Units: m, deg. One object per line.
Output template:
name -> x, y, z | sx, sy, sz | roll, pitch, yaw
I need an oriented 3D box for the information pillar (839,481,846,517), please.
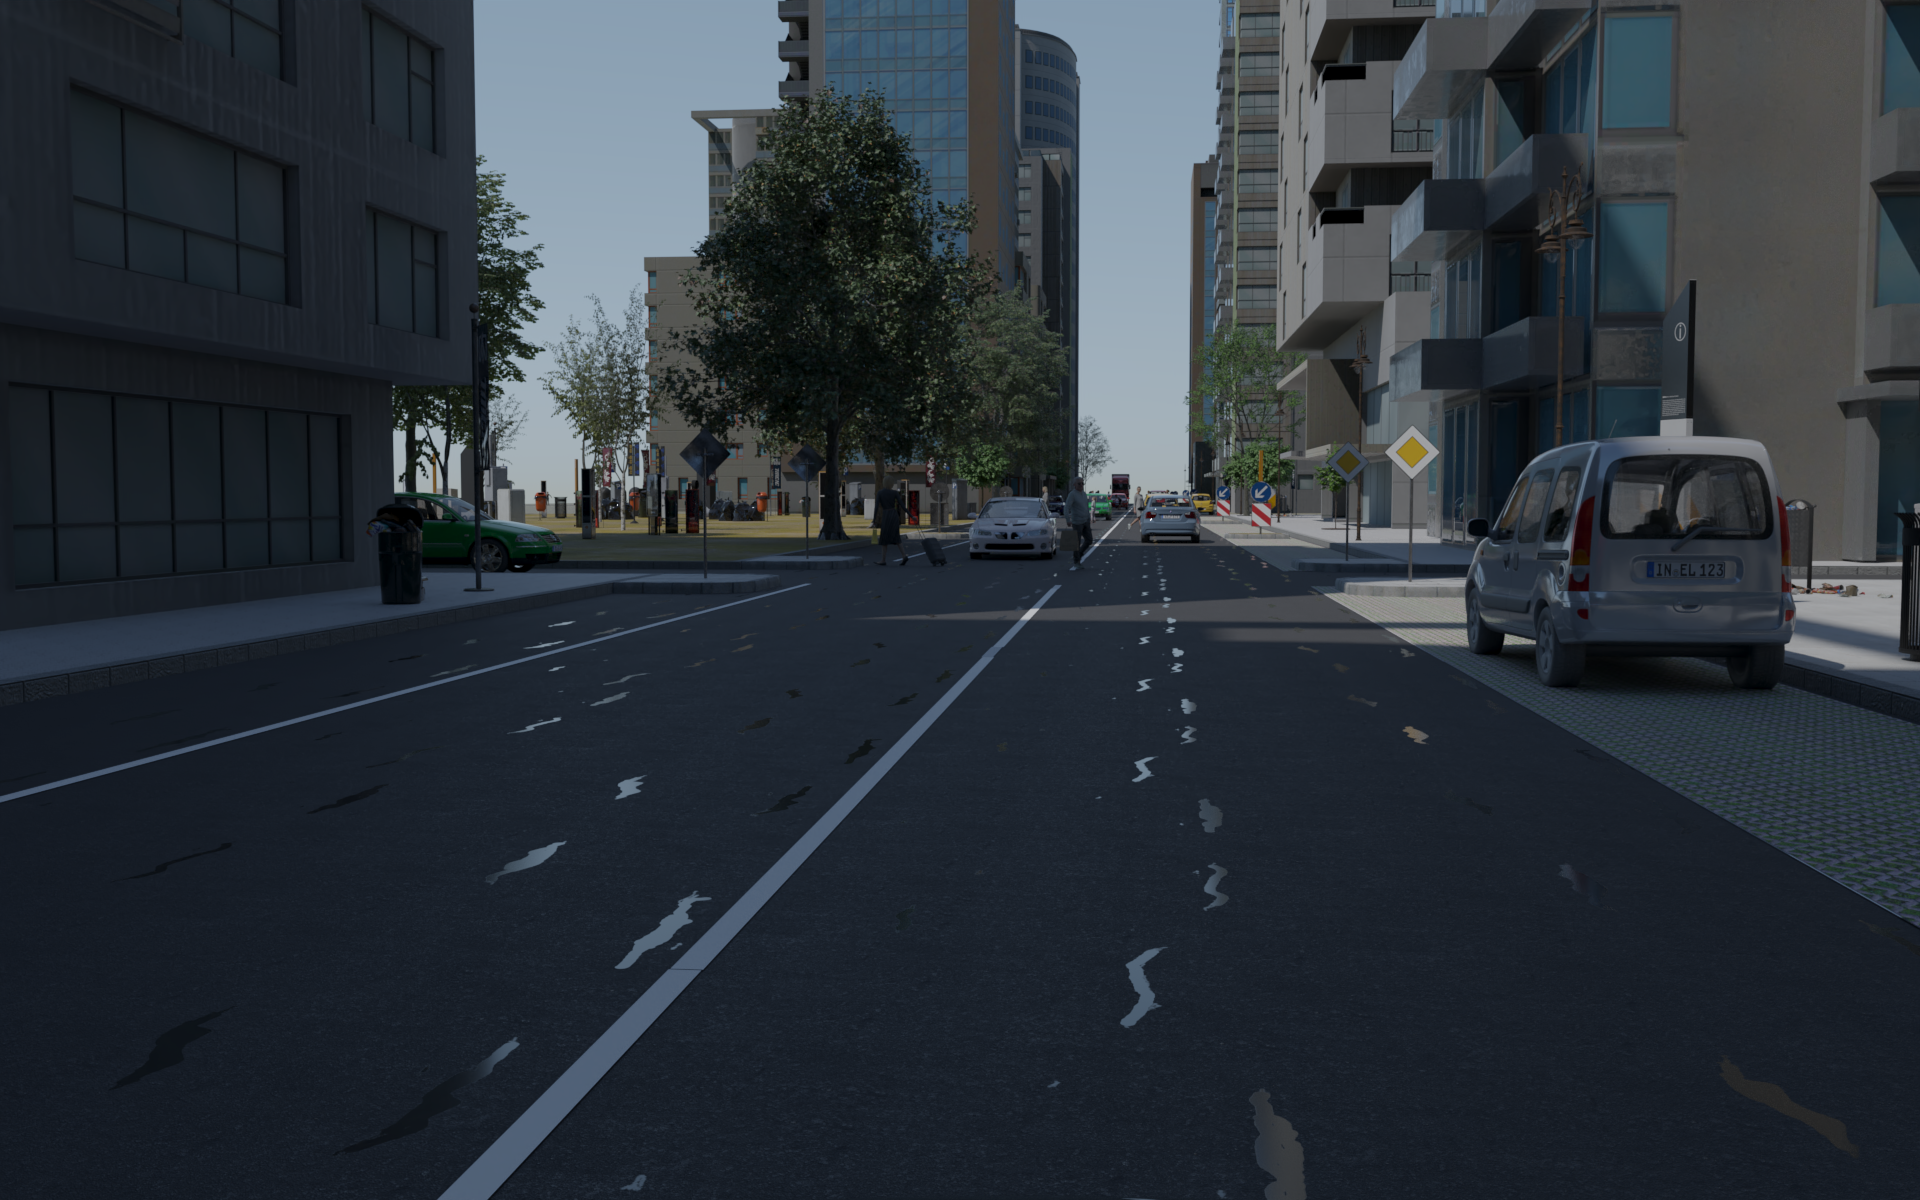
information pillar -> -6.572, -5.651, 96.886 | 0.304, 2.012, 0.304 | -2, 4, -29

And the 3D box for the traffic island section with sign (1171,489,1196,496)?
traffic island section with sign -> 20.679, -9.229, 159.521 | 1.989, 1.847, 2.006 | 0, 4, 6

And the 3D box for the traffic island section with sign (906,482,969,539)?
traffic island section with sign -> -0.652, -2.933, 56.586 | 1.989, 1.847, 2.006 | 0, 4, 6

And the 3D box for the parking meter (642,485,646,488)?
parking meter -> -20.252, -6.469, 111.471 | 0.255, 1.863, 0.399 | 1, 4, 9

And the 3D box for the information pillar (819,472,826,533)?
information pillar -> -4.432, -3.193, 56.694 | 0.304, 2.012, 0.304 | 1, 4, 10

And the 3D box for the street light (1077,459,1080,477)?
street light -> 15.262, -15.301, 222.964 | 0.468, 5.910, 1.993 | 0, 4, 6

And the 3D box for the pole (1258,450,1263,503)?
pole -> 14.061, -5.330, 80.988 | 0.158, 3.312, 0.155 | 0, 3, 0

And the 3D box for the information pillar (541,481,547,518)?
information pillar -> -22.598, -5.477, 94.040 | 0.304, 2.012, 0.304 | -1, 4, -13

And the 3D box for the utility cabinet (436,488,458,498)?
utility cabinet -> -19.758, -3.555, 66.802 | 0.318, 1.500, 1.173 | -3, 5, -44

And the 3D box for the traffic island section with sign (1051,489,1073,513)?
traffic island section with sign -> 7.594, -7.636, 133.470 | 1.989, 1.847, 2.006 | 0, 4, 6

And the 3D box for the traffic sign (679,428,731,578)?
traffic sign -> -3.874, -1.387, 26.321 | 0.795, 2.450, 0.064 | 0, 4, 6

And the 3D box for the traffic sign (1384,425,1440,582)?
traffic sign -> 6.558, -1.318, 25.185 | 0.795, 2.450, 0.064 | 0, 4, 6

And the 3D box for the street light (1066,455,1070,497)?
street light -> 12.015, -13.496, 193.441 | 0.468, 5.910, 1.993 | 0, 4, 6

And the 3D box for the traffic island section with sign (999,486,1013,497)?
traffic island section with sign -> 2.275, -4.604, 83.902 | 1.989, 1.847, 2.006 | 0, 4, 6

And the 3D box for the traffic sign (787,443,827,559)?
traffic sign -> -3.022, -1.873, 34.261 | 0.795, 2.450, 0.064 | 0, 4, 6

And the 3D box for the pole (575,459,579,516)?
pole -> -22.253, -6.527, 100.552 | 0.158, 3.312, 0.155 | 0, 3, 0

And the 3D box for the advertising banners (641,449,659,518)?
advertising banners -> -11.987, -4.435, 68.700 | 0.090, 3.025, 2.074 | 2, 4, 29

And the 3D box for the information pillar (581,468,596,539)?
information pillar -> -10.606, -2.750, 49.449 | 0.304, 2.012, 0.304 | 1, 4, 12

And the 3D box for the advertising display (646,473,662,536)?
advertising display -> -9.535, -2.981, 53.958 | 0.123, 1.923, 0.974 | -2, 4, -32

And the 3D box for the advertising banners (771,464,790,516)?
advertising banners -> -10.708, -6.534, 103.019 | 0.090, 3.025, 2.074 | 2, 4, 27

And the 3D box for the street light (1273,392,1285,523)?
street light -> 14.270, -6.398, 77.401 | 0.468, 5.910, 1.993 | 0, 4, 6

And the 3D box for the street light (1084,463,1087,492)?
street light -> 18.314, -17.108, 252.508 | 0.468, 5.910, 1.993 | 0, 4, 6

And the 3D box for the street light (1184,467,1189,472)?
street light -> 34.531, -17.922, 265.813 | 0.468, 5.910, 1.993 | 0, 4, 6

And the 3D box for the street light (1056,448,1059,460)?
street light -> 9.543, -12.078, 170.264 | 0.468, 5.910, 1.993 | 0, 4, 6

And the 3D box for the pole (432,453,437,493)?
pole -> -26.147, -5.650, 86.219 | 0.158, 3.312, 0.155 | 0, 3, 0

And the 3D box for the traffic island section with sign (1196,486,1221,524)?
traffic island section with sign -> 12.408, -4.523, 82.572 | 1.989, 1.847, 2.006 | 0, 4, 6

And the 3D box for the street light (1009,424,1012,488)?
street light -> 3.211, -8.445, 110.859 | 0.468, 5.910, 1.993 | 0, 4, 6

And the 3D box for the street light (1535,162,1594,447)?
street light -> 8.521, -3.167, 24.572 | 0.468, 5.910, 1.993 | 0, 4, 6

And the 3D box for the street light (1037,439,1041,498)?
street light -> 6.387, -10.254, 140.442 | 0.468, 5.910, 1.993 | 0, 4, 6

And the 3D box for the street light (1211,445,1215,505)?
street light -> 22.459, -11.061, 153.638 | 0.468, 5.910, 1.993 | 0, 4, 6

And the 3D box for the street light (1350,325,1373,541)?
street light -> 10.976, -4.571, 47.521 | 0.468, 5.910, 1.993 | 0, 4, 6

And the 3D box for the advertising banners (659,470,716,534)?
advertising banners -> -8.789, -3.698, 56.651 | 2.074, 3.025, 0.090 | -3, 4, -36

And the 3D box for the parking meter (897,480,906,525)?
parking meter -> -2.462, -4.112, 72.941 | 0.255, 1.863, 0.399 | -2, 4, -28

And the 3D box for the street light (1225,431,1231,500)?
street light -> 19.165, -9.256, 124.120 | 0.468, 5.910, 1.993 | 0, 4, 6

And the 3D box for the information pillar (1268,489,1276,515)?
information pillar -> 18.975, -6.981, 105.487 | 0.504, 3.616, 0.183 | 0, 4, -8

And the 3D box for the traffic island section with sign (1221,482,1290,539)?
traffic island section with sign -> 9.527, -2.880, 55.717 | 1.989, 1.847, 2.006 | 0, 4, 6

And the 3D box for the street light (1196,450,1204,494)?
street light -> 25.548, -12.876, 183.317 | 0.468, 5.910, 1.993 | 0, 4, 6

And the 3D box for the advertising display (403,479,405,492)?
advertising display -> -24.026, -4.305, 75.607 | 0.123, 1.923, 0.974 | -3, 5, -44

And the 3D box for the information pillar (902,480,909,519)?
information pillar -> -2.819, -5.205, 89.592 | 0.304, 2.012, 0.304 | 2, 4, 25

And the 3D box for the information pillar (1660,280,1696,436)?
information pillar -> 7.954, -1.704, 19.219 | 0.183, 3.616, 0.504 | -1, 4, -12

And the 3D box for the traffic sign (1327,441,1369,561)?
traffic sign -> 7.410, -1.803, 33.124 | 0.795, 2.450, 0.064 | 0, 4, 6

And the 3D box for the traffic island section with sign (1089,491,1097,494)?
traffic island section with sign -> 19.321, -14.316, 242.694 | 1.989, 1.847, 2.006 | 0, 4, 6

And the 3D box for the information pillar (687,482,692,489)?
information pillar -> -16.859, -6.346, 108.254 | 0.304, 2.012, 0.304 | 1, 4, 13

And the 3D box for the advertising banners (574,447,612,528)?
advertising banners -> -13.837, -4.230, 65.350 | 2.074, 3.025, 0.090 | 2, 4, 35

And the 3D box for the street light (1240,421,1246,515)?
street light -> 17.381, -8.205, 106.938 | 0.468, 5.910, 1.993 | 0, 4, 6

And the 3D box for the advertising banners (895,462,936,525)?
advertising banners -> -1.932, -4.595, 71.324 | 2.074, 3.025, 0.090 | 0, 4, -1
